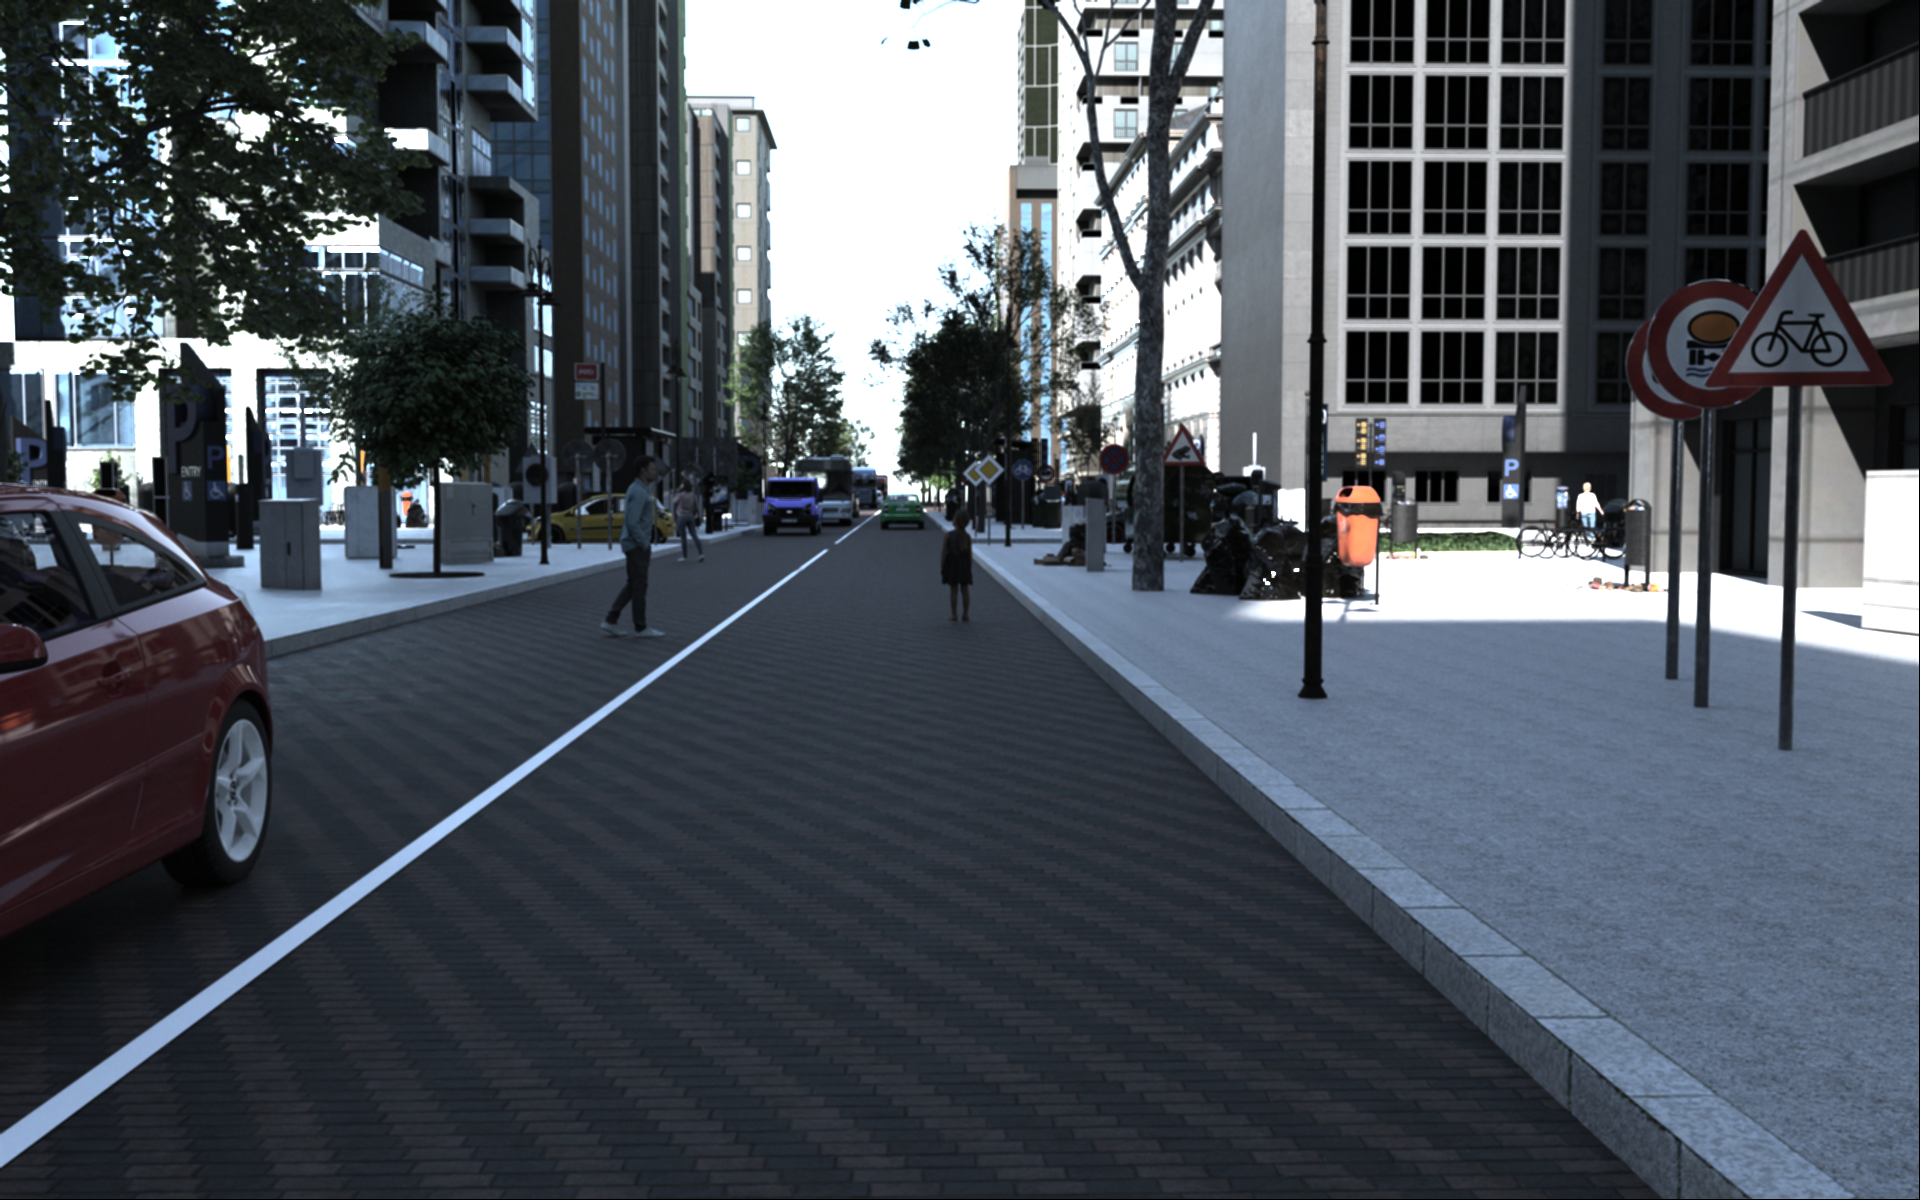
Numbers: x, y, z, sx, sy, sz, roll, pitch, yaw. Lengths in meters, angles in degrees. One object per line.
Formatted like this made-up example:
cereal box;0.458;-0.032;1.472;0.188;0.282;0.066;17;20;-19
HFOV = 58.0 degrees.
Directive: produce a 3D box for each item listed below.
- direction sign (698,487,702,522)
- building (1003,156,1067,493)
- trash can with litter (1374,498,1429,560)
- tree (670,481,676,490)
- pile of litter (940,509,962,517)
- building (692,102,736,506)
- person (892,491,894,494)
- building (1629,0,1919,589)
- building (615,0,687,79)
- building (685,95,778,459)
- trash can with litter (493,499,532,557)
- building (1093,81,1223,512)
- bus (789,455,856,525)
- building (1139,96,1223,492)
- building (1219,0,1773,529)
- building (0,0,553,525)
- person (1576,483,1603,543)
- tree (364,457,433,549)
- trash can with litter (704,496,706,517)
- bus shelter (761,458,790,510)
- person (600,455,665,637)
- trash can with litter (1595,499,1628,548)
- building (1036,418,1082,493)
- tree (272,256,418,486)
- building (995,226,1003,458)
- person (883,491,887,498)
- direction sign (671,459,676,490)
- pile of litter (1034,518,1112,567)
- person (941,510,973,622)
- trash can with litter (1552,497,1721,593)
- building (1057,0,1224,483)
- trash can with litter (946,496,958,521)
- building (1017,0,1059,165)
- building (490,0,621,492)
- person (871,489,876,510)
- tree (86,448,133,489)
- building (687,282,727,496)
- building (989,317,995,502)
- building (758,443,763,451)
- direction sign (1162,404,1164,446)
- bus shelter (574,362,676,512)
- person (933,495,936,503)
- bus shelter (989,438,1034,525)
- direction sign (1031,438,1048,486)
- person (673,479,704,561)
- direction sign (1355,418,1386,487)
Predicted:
direction sign;-12.170;-5.412;80.478;0.876;3.537;0.379;-3;5;-45
building;12.979;-35.450;229.713;14.600;45.320;14.200;0;4;-2
trash can with litter;8.357;-1.417;34.224;2.233;1.210;1.678;0;4;-2
tree;-18.927;-7.374;115.170;1.663;3.219;1.824;0;3;0
pile of litter;-0.251;-5.151;98.175;1.719;0.858;1.176;2;4;33
building;-30.645;-30.123;176.112;14.154;41.232;14.086;0;4;-2
person;-8.576;-13.159;223.628;0.705;1.826;1.348;-1;4;-21
building;21.683;-35.387;16.836;20.563;71.187;20.611;0;4;-2
building;-28.706;-27.463;132.617;14.154;41.232;14.086;0;4;-2
building;-39.584;-39.390;233.263;28.713;52.752;27.495;0;4;-2
trash can with litter;-9.308;-1.472;35.449;0.624;1.170;1.055;1;4;22
building;16.310;-19.396;114.395;12.463;27.353;25.104;0;4;-2
bus;-6.344;-5.318;81.809;2.948;3.499;13.247;0;4;-3
building;17.538;-15.184;90.054;13.314;21.916;24.055;0;4;-2
building;23.491;-16.832;68.718;24.014;27.812;14.314;0;4;-2
building;-32.887;-47.237;85.003;22.319;86.520;31.000;0;4;-2
person;17.149;-2.317;47.059;0.731;1.740;0.598;1;4;16
tree;-13.483;-2.834;40.945;1.663;3.219;1.824;0;3;0
trash can with litter;-14.364;-5.135;95.348;1.055;1.170;0.624;2;4;32
bus shelter;-12.439;-7.631;116.055;1.731;3.624;6.357;0;4;-2
person;-3.298;-0.543;17.391;0.620;1.820;0.660;-1;4;-19
trash can with litter;15.629;-1.839;41.458;0.624;1.170;1.055;3;5;45
building;23.952;-29.841;179.789;32.217;40.220;23.993;0;4;-2
tree;-18.518;-6.274;52.945;4.737;8.622;4.395;0;3;0
building;12.222;-35.538;264.639;14.154;41.232;14.086;0;4;-2
person;-10.112;-13.925;236.132;0.705;1.831;1.348;-3;4;-39
direction sign;-18.818;-7.392;112.851;0.379;3.537;0.876;3;5;43
pile of litter;2.020;-1.058;31.258;1.176;0.858;1.719;-1;4;-21
person;-0.038;-0.384;19.445;0.362;1.253;0.373;-1;4;-11
trash can with litter;8.997;-0.748;23.292;1.678;1.210;2.233;-1;4;-9
building;23.164;-34.498;153.273;28.713;52.752;27.495;0;4;-2
trash can with litter;-0.139;-4.265;81.122;1.055;1.170;0.624;1;4;22
building;16.703;-49.430;246.427;20.563;71.187;20.611;0;4;-2
building;-31.202;-28.548;116.874;14.600;45.320;14.200;0;4;-2
person;-8.047;-9.349;160.986;0.705;1.869;1.348;-1;4;-9
tree;-34.537;-4.652;70.667;1.663;3.219;1.824;0;3;0
building;-36.244;-18.952;154.902;27.650;21.520;28.899;0;4;-2
building;11.578;-31.035;279.124;14.160;30.474;14.107;0;4;-2
building;-42.337;-34.713;259.431;32.217;40.220;23.993;0;4;-2
direction sign;4.759;-3.128;43.146;0.876;3.537;0.379;-3;5;-41
bus shelter;-10.757;-4.769;55.598;2.179;5.291;8.768;0;4;-2
person;-3.128;-11.968;207.399;0.599;1.433;0.991;2;4;35
bus shelter;2.227;-5.148;75.460;1.731;3.624;6.357;0;4;-2
direction sign;3.233;-4.800;70.485;0.876;3.537;0.379;-3;4;-38
person;-5.736;-1.696;36.813;0.593;1.750;0.643;-3;4;-38
direction sign;12.253;-3.654;51.748;0.876;3.537;0.379;0;4;5
